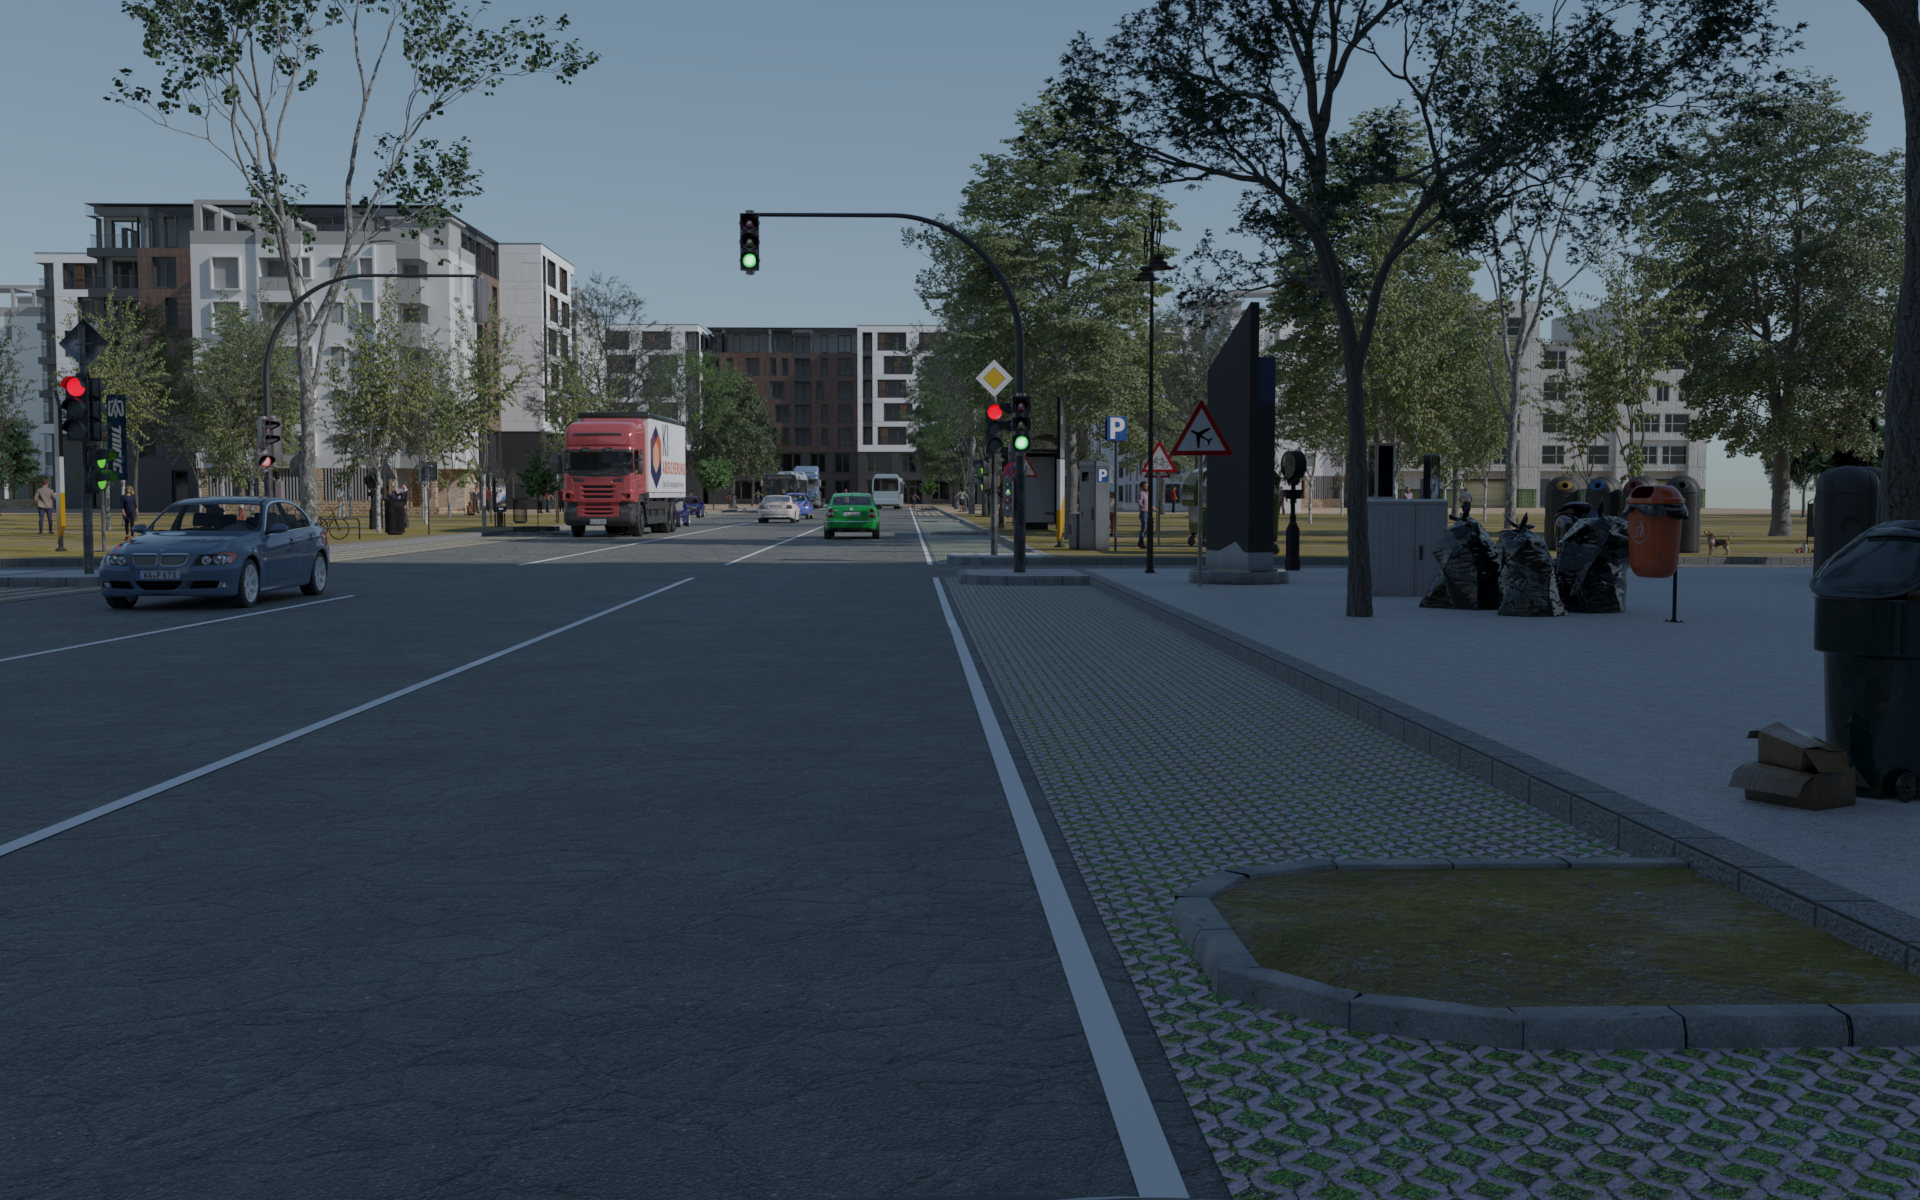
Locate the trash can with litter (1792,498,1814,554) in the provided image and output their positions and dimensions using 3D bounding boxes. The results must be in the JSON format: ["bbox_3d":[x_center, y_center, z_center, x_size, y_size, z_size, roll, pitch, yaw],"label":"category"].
[{"bbox_3d":[19.122,-1.624,37.607,2.233,1.210,1.678,1,4,11],"label":"trash can with litter"}]

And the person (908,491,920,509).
[{"bbox_3d":[-4.478,-9.667,167.279,1.217,1.735,0.721,1,4,13],"label":"person"}]

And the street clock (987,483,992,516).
[{"bbox_3d":[1.718,-6.051,103.500,0.471,2.002,0.358,2,4,29],"label":"street clock"}]

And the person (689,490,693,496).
[{"bbox_3d":[-28.065,-10.628,180.538,0.721,1.735,1.217,1,4,14],"label":"person"}]

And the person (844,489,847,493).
[{"bbox_3d":[-7.944,-6.847,120.536,1.348,1.812,0.705,-2,4,-33],"label":"person"}]

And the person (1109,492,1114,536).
[{"bbox_3d":[4.549,-2.626,52.891,0.435,1.345,0.340,-2,4,-33],"label":"person"}]

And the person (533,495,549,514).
[{"bbox_3d":[-27.717,-6.614,114.318,0.705,1.807,1.348,2,4,31],"label":"person"}]

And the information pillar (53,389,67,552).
[{"bbox_3d":[-20.098,-2.893,38.649,0.183,3.616,0.504,-3,4,-38],"label":"information pillar"}]

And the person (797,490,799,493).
[{"bbox_3d":[-12.075,-7.336,129.230,1.217,1.735,0.721,0,4,3],"label":"person"}]

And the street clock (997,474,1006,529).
[{"bbox_3d":[1.522,-3.624,63.823,0.358,2.002,0.471,-1,4,-15],"label":"street clock"}]

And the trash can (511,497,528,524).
[{"bbox_3d":[-19.182,-3.906,75.515,0.748,1.137,0.748,0,3,0],"label":"trash can"}]

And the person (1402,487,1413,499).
[{"bbox_3d":[19.134,-4.037,74.013,0.963,1.587,0.435,-1,4,-22],"label":"person"}]

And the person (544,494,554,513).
[{"bbox_3d":[-28.299,-6.874,119.151,1.217,1.743,0.721,3,5,45],"label":"person"}]

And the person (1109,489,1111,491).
[{"bbox_3d":[12.744,-8.685,148.769,1.217,1.743,0.721,2,4,35],"label":"person"}]

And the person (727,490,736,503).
[{"bbox_3d":[-24.153,-10.774,182.905,1.217,1.735,0.721,-3,5,-41],"label":"person"}]

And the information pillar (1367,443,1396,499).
[{"bbox_3d":[6.101,-1.262,25.118,0.304,2.012,0.304,-1,4,-11],"label":"information pillar"}]

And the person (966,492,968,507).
[{"bbox_3d":[0.712,-9.832,166.895,0.705,1.812,1.348,-3,5,-41],"label":"person"}]

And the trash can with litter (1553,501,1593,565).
[{"bbox_3d":[9.274,-0.931,26.602,0.624,1.170,1.055,0,4,-3],"label":"trash can with litter"}]

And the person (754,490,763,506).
[{"bbox_3d":[-21.658,-10.952,185.832,1.217,1.735,0.721,-1,4,-18],"label":"person"}]

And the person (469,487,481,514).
[{"bbox_3d":[-31.687,-6.497,113.078,0.445,1.727,0.742,2,4,32],"label":"person"}]

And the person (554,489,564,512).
[{"bbox_3d":[-28.490,-7.216,123.967,1.348,1.831,0.705,-3,4,-37],"label":"person"}]

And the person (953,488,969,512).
[{"bbox_3d":[0.089,-7.135,123.493,1.217,1.735,0.721,-2,4,-27],"label":"person"}]

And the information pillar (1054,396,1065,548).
[{"bbox_3d":[2.421,-3.077,41.659,0.183,3.616,0.504,1,4,16],"label":"information pillar"}]

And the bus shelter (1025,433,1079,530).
[{"bbox_3d":[2.875,-4.038,59.945,2.014,3.302,5.546,0,4,-2],"label":"bus shelter"}]

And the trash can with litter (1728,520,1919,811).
[{"bbox_3d":[3.778,0.254,7.241,1.055,1.170,0.624,-2,4,-30],"label":"trash can with litter"}]

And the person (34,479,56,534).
[{"bbox_3d":[-29.623,-3.030,56.119,0.617,1.759,0.750,-1,4,-22],"label":"person"}]

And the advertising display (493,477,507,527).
[{"bbox_3d":[-17.847,-3.789,67.165,0.123,1.923,0.974,1,4,9],"label":"advertising display"}]

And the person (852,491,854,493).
[{"bbox_3d":[-9.804,-9.196,159.582,1.217,1.735,0.721,-1,4,-16],"label":"person"}]

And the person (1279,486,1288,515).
[{"bbox_3d":[19.424,-6.007,104.802,0.434,1.755,0.990,-3,5,-40],"label":"person"}]

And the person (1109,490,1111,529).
[{"bbox_3d":[5.441,-3.517,64.256,0.504,1.737,0.576,3,5,45],"label":"person"}]

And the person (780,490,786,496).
[{"bbox_3d":[-12.416,-6.917,122.117,1.217,1.766,0.721,1,4,17],"label":"person"}]

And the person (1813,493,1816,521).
[{"bbox_3d":[17.510,-1.604,34.860,0.598,1.807,0.434,3,5,40],"label":"person"}]

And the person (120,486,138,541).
[{"bbox_3d":[-22.800,-2.378,47.470,0.613,1.512,0.480,3,4,38],"label":"person"}]

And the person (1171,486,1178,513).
[{"bbox_3d":[14.585,-6.849,117.956,0.705,1.831,1.348,0,4,-3],"label":"person"}]

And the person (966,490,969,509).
[{"bbox_3d":[0.660,-8.640,148.782,0.415,1.643,0.593,0,4,-5],"label":"person"}]

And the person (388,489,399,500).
[{"bbox_3d":[-27.572,-4.640,84.115,0.569,1.553,0.471,0,4,-6],"label":"person"}]

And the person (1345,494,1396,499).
[{"bbox_3d":[6.595,-1.276,27.632,0.841,1.734,0.376,3,5,39],"label":"person"}]

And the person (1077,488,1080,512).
[{"bbox_3d":[8.470,-6.983,120.921,1.217,1.736,0.721,3,5,45],"label":"person"}]

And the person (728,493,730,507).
[{"bbox_3d":[-23.737,-10.321,178.050,0.557,1.426,1.065,0,4,2],"label":"person"}]

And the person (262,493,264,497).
[{"bbox_3d":[-29.877,-4.153,74.673,0.376,1.734,0.841,-1,4,-15],"label":"person"}]

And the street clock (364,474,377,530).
[{"bbox_3d":[-21.218,-3.545,62.526,0.358,2.002,0.471,3,4,38],"label":"street clock"}]

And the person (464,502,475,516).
[{"bbox_3d":[-29.304,-5.473,103.815,0.655,0.850,0.859,2,4,34],"label":"person"}]

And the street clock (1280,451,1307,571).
[{"bbox_3d":[5.588,-1.498,29.055,0.358,2.002,0.471,-1,4,-21],"label":"street clock"}]

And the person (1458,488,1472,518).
[{"bbox_3d":[22.695,-4.253,77.794,0.614,1.554,0.590,1,4,20],"label":"person"}]

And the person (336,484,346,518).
[{"bbox_3d":[-31.873,-5.082,89.274,0.789,1.805,0.875,1,4,21],"label":"person"}]

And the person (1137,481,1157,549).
[{"bbox_3d":[4.301,-1.974,40.274,0.435,1.587,0.963,1,4,17],"label":"person"}]

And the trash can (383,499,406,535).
[{"bbox_3d":[-17.758,-2.615,54.410,0.748,1.137,0.748,0,3,0],"label":"trash can"}]

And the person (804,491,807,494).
[{"bbox_3d":[-10.803,-6.727,119.949,0.593,1.643,0.415,-2,4,-33],"label":"person"}]

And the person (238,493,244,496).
[{"bbox_3d":[-29.601,-3.758,71.399,0.340,1.345,0.435,-2,4,-28],"label":"person"}]

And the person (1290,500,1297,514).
[{"bbox_3d":[21.264,-6.248,110.469,0.482,1.546,0.388,0,4,1],"label":"person"}]

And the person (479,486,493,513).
[{"bbox_3d":[-32.157,-6.826,117.590,1.348,1.831,0.705,0,4,1],"label":"person"}]

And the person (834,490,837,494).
[{"bbox_3d":[-13.118,-10.694,183.356,0.705,1.823,1.348,2,4,32],"label":"person"}]

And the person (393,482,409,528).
[{"bbox_3d":[-21.311,-3.616,65.968,0.742,1.727,0.445,0,4,8],"label":"person"}]

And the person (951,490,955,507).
[{"bbox_3d":[-0.526,-10.103,171.948,0.721,1.735,1.217,3,5,39],"label":"person"}]
